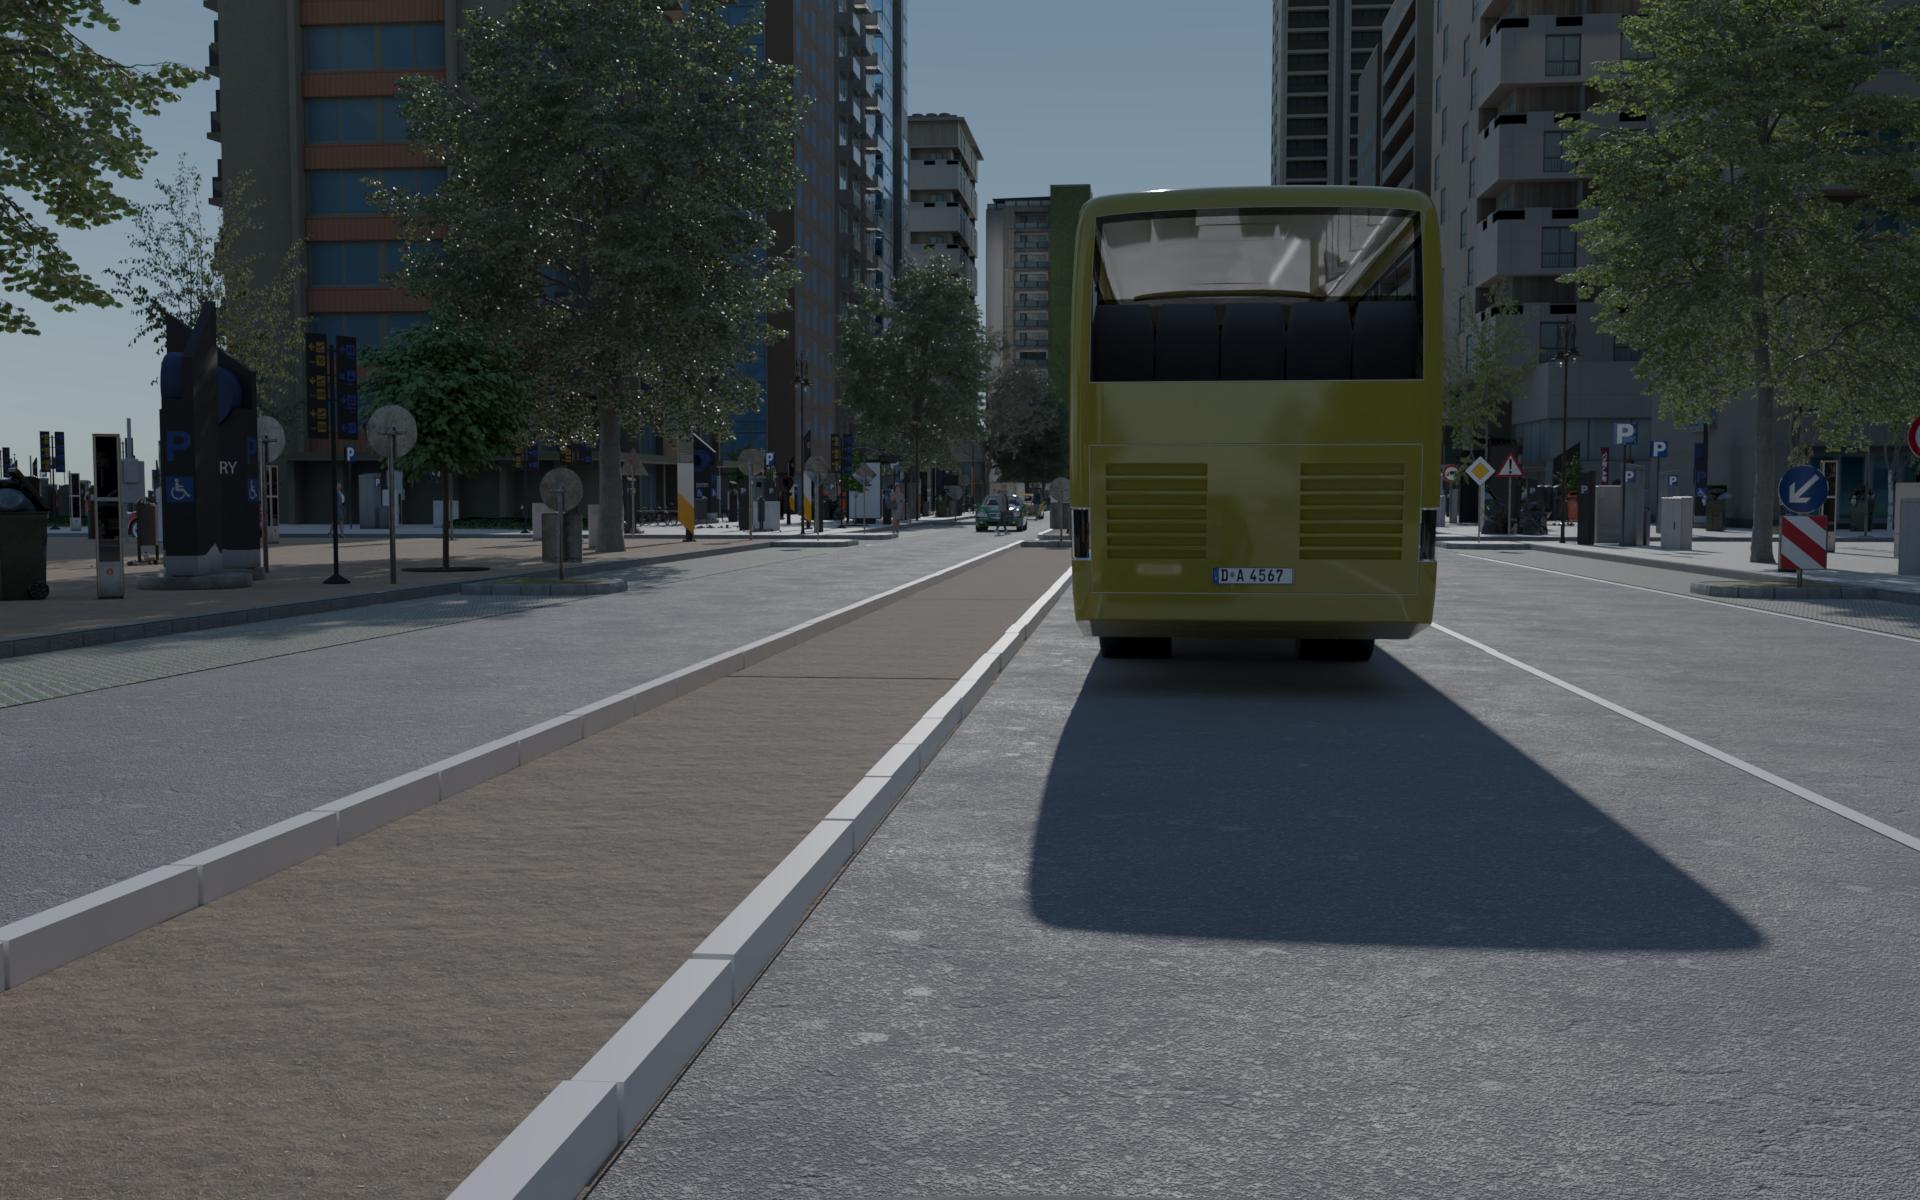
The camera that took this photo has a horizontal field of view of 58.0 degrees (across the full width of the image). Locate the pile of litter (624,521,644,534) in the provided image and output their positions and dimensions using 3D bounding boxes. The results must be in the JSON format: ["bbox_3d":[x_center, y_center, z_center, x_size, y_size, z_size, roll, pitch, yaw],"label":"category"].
[{"bbox_3d":[-10.935,-2.588,56.281,1.176,0.858,1.719,-2,4,-30],"label":"pile of litter"}]

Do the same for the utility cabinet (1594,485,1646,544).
[{"bbox_3d":[16.796,-2.175,44.244,1.173,1.500,0.318,0,4,-4],"label":"utility cabinet"}]

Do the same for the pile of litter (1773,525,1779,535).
[{"bbox_3d":[26.305,-2.527,55.276,1.719,0.858,1.176,-3,5,-40],"label":"pile of litter"}]

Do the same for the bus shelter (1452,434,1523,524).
[{"bbox_3d":[21.412,-4.842,70.447,1.731,3.624,6.357,0,4,6],"label":"bus shelter"}]

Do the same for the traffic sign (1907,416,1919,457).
[{"bbox_3d":[14.979,-1.627,26.704,0.768,2.556,0.104,1,4,10],"label":"traffic sign"}]

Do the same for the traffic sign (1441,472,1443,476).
[{"bbox_3d":[14.534,-3.056,53.609,0.795,2.450,0.064,0,4,6],"label":"traffic sign"}]

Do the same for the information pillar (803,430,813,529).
[{"bbox_3d":[-5.570,-4.381,62.985,0.183,3.616,0.504,2,4,28],"label":"information pillar"}]

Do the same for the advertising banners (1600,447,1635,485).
[{"bbox_3d":[24.702,-4.219,65.164,2.074,3.025,0.090,-2,4,-33],"label":"advertising banners"}]

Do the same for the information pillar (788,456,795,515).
[{"bbox_3d":[-10.437,-7.082,107.139,0.183,3.616,0.504,3,4,38],"label":"information pillar"}]

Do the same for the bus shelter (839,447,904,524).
[{"bbox_3d":[-3.859,-5.056,76.597,2.014,3.302,5.546,0,4,6],"label":"bus shelter"}]

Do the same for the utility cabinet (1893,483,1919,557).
[{"bbox_3d":[19.037,-1.559,34.174,0.318,1.500,1.173,-1,4,-17],"label":"utility cabinet"}]

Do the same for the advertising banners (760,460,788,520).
[{"bbox_3d":[-9.386,-5.520,86.435,0.090,3.025,2.074,-3,5,-43],"label":"advertising banners"}]

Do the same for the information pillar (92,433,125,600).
[{"bbox_3d":[-10.410,-1.021,21.178,0.304,2.012,0.304,-2,4,-25],"label":"information pillar"}]

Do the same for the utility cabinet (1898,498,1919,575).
[{"bbox_3d":[15.368,-0.983,27.235,1.020,1.237,0.306,3,5,41],"label":"utility cabinet"}]

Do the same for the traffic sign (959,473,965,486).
[{"bbox_3d":[-0.091,-6.328,103.563,0.768,2.556,0.104,0,4,8],"label":"traffic sign"}]

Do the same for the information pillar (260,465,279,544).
[{"bbox_3d":[-17.786,-2.455,44.638,0.304,2.012,0.304,1,4,15],"label":"information pillar"}]

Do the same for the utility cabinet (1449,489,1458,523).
[{"bbox_3d":[21.737,-4.136,76.308,0.318,1.500,1.173,1,4,13],"label":"utility cabinet"}]

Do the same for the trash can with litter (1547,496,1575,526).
[{"bbox_3d":[24.055,-3.630,70.406,2.233,1.210,1.678,1,4,15],"label":"trash can with litter"}]

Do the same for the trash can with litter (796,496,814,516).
[{"bbox_3d":[-9.216,-5.621,103.291,1.055,1.170,0.624,-2,4,-24],"label":"trash can with litter"}]

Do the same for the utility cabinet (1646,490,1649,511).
[{"bbox_3d":[36.620,-5.199,93.675,1.173,1.500,0.318,0,4,3],"label":"utility cabinet"}]

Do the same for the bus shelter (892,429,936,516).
[{"bbox_3d":[-2.628,-7.630,102.377,2.179,5.291,8.768,0,4,6],"label":"bus shelter"}]

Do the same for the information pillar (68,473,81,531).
[{"bbox_3d":[-30.873,-3.420,60.417,0.304,2.012,0.304,-3,4,-38],"label":"information pillar"}]

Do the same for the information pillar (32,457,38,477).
[{"bbox_3d":[-58.539,-7.237,109.678,0.183,3.616,0.504,0,4,1],"label":"information pillar"}]

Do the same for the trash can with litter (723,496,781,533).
[{"bbox_3d":[-6.893,-2.910,58.643,1.678,1.210,2.233,0,4,2],"label":"trash can with litter"}]

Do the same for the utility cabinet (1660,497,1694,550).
[{"bbox_3d":[16.674,-1.783,40.313,0.306,1.237,1.020,0,4,-3],"label":"utility cabinet"}]

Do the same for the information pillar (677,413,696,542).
[{"bbox_3d":[-7.354,-3.373,46.500,0.183,3.616,0.504,3,5,45],"label":"information pillar"}]

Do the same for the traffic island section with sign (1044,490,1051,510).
[{"bbox_3d":[7.986,-9.098,157.374,1.989,1.847,2.006,0,4,6],"label":"traffic island section with sign"}]

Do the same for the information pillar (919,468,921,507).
[{"bbox_3d":[-2.420,-6.453,96.862,0.504,3.616,0.183,2,4,35],"label":"information pillar"}]

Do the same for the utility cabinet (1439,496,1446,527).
[{"bbox_3d":[18.700,-3.511,68.567,0.306,1.237,1.020,-3,5,-41],"label":"utility cabinet"}]

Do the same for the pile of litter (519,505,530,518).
[{"bbox_3d":[-17.172,-3.379,69.208,1.176,0.858,1.719,-1,4,-11],"label":"pile of litter"}]

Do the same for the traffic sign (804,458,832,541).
[{"bbox_3d":[-3.898,-2.685,47.536,0.795,2.450,0.064,0,4,6],"label":"traffic sign"}]

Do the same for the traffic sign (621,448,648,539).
[{"bbox_3d":[-9.281,-3.007,49.165,0.884,2.594,0.081,0,4,7],"label":"traffic sign"}]

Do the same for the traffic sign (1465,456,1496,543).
[{"bbox_3d":[13.697,-2.570,45.668,0.795,2.450,0.064,0,4,6],"label":"traffic sign"}]

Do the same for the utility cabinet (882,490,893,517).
[{"bbox_3d":[-3.893,-5.324,95.719,1.173,1.500,0.318,-3,5,-41],"label":"utility cabinet"}]

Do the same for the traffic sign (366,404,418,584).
[{"bbox_3d":[-8.090,-1.501,24.651,0.768,2.556,0.104,0,4,7],"label":"traffic sign"}]

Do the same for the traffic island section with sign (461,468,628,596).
[{"bbox_3d":[-5.946,-1.014,25.204,1.989,1.847,2.006,0,4,6],"label":"traffic island section with sign"}]

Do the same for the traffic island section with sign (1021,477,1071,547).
[{"bbox_3d":[2.721,-2.385,47.138,2.006,1.907,1.989,0,4,6],"label":"traffic island section with sign"}]

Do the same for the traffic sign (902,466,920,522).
[{"bbox_3d":[-2.271,-4.871,79.644,0.884,2.594,0.081,1,4,14],"label":"traffic sign"}]

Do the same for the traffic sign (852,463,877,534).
[{"bbox_3d":[-3.061,-3.170,55.477,0.795,2.450,0.064,0,4,6],"label":"traffic sign"}]

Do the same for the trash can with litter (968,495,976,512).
[{"bbox_3d":[1.128,-7.020,125.837,2.233,1.210,1.678,1,4,11],"label":"trash can with litter"}]

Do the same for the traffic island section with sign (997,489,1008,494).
[{"bbox_3d":[2.679,-6.021,107.070,1.989,1.847,2.006,0,4,6],"label":"traffic island section with sign"}]

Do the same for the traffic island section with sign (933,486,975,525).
[{"bbox_3d":[-0.175,-4.364,79.976,1.989,1.847,2.006,0,4,6],"label":"traffic island section with sign"}]

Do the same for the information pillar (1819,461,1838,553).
[{"bbox_3d":[19.090,-2.055,38.090,0.304,2.012,0.304,1,4,17],"label":"information pillar"}]

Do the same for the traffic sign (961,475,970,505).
[{"bbox_3d":[0.278,-7.094,116.092,0.768,2.556,0.104,1,4,11],"label":"traffic sign"}]

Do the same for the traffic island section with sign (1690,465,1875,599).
[{"bbox_3d":[11.479,-0.966,24.418,1.989,1.847,2.006,0,4,6],"label":"traffic island section with sign"}]

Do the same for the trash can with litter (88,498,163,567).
[{"bbox_3d":[-15.036,-1.239,31.310,1.678,1.210,2.233,1,4,11],"label":"trash can with litter"}]

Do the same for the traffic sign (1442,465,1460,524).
[{"bbox_3d":[21.181,-4.561,74.680,0.768,2.556,0.104,1,4,13],"label":"traffic sign"}]

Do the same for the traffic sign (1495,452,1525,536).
[{"bbox_3d":[16.945,-3.264,53.378,0.884,2.594,0.081,1,4,12],"label":"traffic sign"}]

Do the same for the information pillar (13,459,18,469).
[{"bbox_3d":[-63.847,-7.688,117.057,0.183,3.616,0.504,1,4,14],"label":"information pillar"}]

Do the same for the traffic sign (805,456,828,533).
[{"bbox_3d":[-4.764,-3.502,57.364,0.768,2.556,0.104,1,4,9],"label":"traffic sign"}]

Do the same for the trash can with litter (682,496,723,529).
[{"bbox_3d":[-9.368,-3.287,64.798,2.233,1.210,1.678,0,4,8],"label":"trash can with litter"}]
